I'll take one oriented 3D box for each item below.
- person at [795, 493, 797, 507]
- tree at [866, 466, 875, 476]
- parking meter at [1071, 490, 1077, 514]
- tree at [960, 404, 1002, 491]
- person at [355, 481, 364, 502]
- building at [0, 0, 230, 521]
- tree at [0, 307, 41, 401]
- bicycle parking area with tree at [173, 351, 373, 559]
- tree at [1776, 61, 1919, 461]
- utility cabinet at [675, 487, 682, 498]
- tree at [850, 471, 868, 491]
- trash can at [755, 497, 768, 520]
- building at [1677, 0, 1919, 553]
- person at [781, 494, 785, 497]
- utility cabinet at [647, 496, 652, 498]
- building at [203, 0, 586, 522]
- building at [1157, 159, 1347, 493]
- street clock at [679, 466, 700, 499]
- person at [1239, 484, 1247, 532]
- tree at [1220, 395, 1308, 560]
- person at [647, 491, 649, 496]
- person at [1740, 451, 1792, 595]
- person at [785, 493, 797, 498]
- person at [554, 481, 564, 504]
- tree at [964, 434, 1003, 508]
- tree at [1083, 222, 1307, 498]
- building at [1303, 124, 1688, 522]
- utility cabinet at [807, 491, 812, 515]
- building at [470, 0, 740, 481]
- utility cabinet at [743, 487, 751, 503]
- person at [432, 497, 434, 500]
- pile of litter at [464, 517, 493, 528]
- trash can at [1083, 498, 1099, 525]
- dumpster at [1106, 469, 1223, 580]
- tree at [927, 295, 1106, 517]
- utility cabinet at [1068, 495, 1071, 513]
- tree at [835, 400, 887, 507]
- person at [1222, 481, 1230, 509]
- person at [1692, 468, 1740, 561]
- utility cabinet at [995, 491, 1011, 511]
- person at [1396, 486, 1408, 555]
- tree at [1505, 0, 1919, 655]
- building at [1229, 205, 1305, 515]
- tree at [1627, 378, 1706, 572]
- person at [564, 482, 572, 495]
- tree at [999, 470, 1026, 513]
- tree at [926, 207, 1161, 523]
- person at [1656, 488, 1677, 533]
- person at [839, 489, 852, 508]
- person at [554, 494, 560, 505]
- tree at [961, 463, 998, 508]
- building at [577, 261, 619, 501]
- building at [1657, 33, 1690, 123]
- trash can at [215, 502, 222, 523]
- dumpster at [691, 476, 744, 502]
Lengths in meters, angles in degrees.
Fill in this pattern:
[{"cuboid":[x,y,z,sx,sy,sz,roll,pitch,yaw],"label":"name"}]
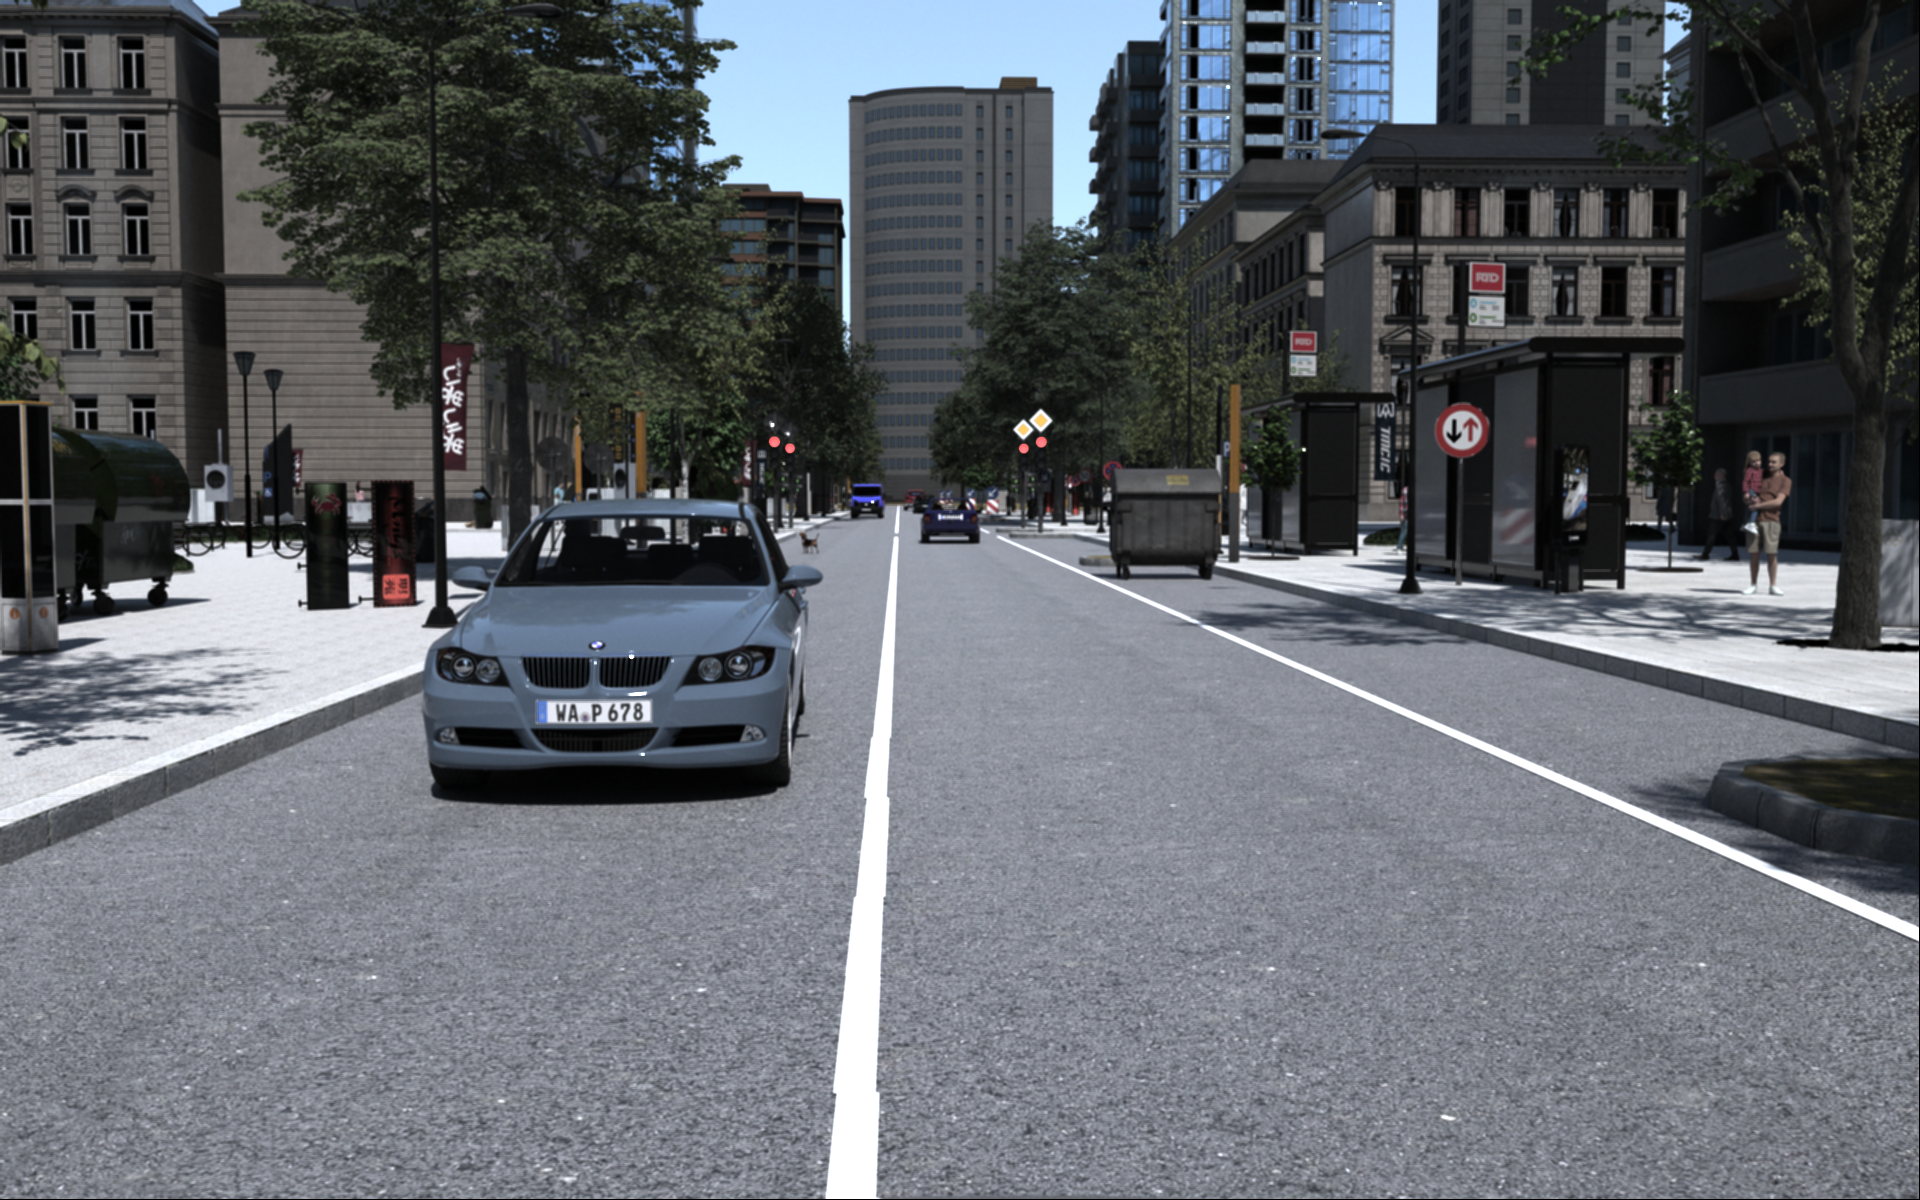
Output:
[{"cuboid":[-15.677,-9.811,167.395,0.756,1.711,0.436,2,4,23],"label":"person"},{"cuboid":[-12.759,-16.261,216.229,4.360,8.622,3.978,0,3,0],"label":"tree"},{"cuboid":[7.332,-6.281,111.098,0.372,1.533,0.369,0,3,0],"label":"parking meter"},{"cuboid":[3.271,-12.122,132.606,7.601,10.594,8.767,0,4,3],"label":"tree"},{"cuboid":[-24.456,-3.951,70.649,0.388,1.821,0.555,0,4,1],"label":"person"},{"cuboid":[-46.868,-17.412,81.953,25.104,27.353,12.463,0,4,-2],"label":"building"},{"cuboid":[-13.855,-2.381,22.648,4.285,4.588,4.351,0,3,0],"label":"tree"},{"cuboid":[-15.261,-3.087,37.480,9.016,4.147,8.231,0,4,-2],"label":"bicycle parking area with tree"},{"cuboid":[15.877,-4.851,29.682,4.737,8.622,4.395,0,3,0],"label":"tree"},{"cuboid":[-8.786,-2.746,53.570,0.318,1.500,1.173,-1,4,-14],"label":"utility cabinet"},{"cuboid":[-11.639,-12.880,194.301,4.285,4.588,4.351,0,3,0],"label":"tree"},{"cuboid":[-8.339,-3.698,72.122,0.748,1.137,0.748,0,3,0],"label":"trash can"},{"cuboid":[29.089,-24.976,32.057,21.300,48.544,21.600,0,4,-2],"label":"building"},{"cuboid":[-16.510,-9.378,159.460,0.705,1.812,1.348,-3,4,-38],"label":"person"},{"cuboid":[-11.679,-3.263,64.512,0.306,1.237,1.020,1,4,9],"label":"utility cabinet"},{"cuboid":[-27.781,-17.907,90.037,12.463,27.353,25.104,0,4,-2],"label":"building"},{"cuboid":[24.469,-17.905,126.030,16.112,22.955,30.059,0,4,-2],"label":"building"},{"cuboid":[-6.835,-2.400,43.808,0.471,2.002,0.358,-2,4,-30],"label":"street clock"},{"cuboid":[8.150,-2.673,49.628,0.818,1.842,0.514,0,4,6],"label":"person"},{"cuboid":[6.204,-2.416,34.110,1.663,3.219,1.824,0,3,0],"label":"tree"},{"cuboid":[-25.067,-8.066,137.791,0.638,1.841,0.748,3,5,39],"label":"person"},{"cuboid":[10.206,-0.981,22.060,0.580,1.828,0.573,0,4,-4],"label":"person"},{"cuboid":[-14.879,-8.945,153.011,1.217,1.735,0.721,0,4,1],"label":"person"},{"cuboid":[-17.294,-4.212,74.766,0.748,1.841,0.638,3,5,44],"label":"person"},{"cuboid":[2.141,-12.896,161.210,4.737,8.622,4.395,0,3,0],"label":"tree"},{"cuboid":[6.168,-5.939,47.464,4.737,8.622,4.395,0,3,0],"label":"tree"},{"cuboid":[27.658,-13.433,84.256,19.286,19.102,10.561,0,4,-2],"label":"building"},{"cuboid":[-9.207,-5.932,105.674,0.318,1.500,1.173,0,4,-4],"label":"utility cabinet"},{"cuboid":[-40.848,-53.551,188.232,31.000,86.520,22.319,0,4,-2],"label":"building"},{"cuboid":[-6.630,-2.764,53.869,0.318,1.500,1.173,0,4,-4],"label":"utility cabinet"},{"cuboid":[-20.177,-3.707,66.856,0.606,1.804,0.583,2,4,29],"label":"person"},{"cuboid":[-18.509,-3.223,66.654,1.176,0.858,1.719,0,4,3],"label":"pile of litter"},{"cuboid":[5.421,-3.670,71.664,0.748,1.137,0.748,0,3,0],"label":"trash can"},{"cuboid":[3.461,-1.296,29.398,1.865,1.857,1.264,0,4,-1],"label":"dumpster"},{"cuboid":[4.100,-11.064,97.903,9.611,12.733,9.660,0,3,0],"label":"tree"},{"cuboid":[7.551,-6.517,117.717,0.306,1.237,1.020,0,4,-6],"label":"utility cabinet"},{"cuboid":[-11.128,-15.500,171.545,7.486,12.596,7.792,0,3,0],"label":"tree"},{"cuboid":[11.600,-4.255,75.389,0.755,1.850,0.659,1,4,10],"label":"person"},{"cuboid":[14.606,-1.649,33.407,0.834,1.777,0.661,2,4,29],"label":"person"},{"cuboid":[3.220,-7.354,128.922,1.173,1.500,0.318,-1,4,-14],"label":"utility cabinet"},{"cuboid":[9.467,-1.802,36.342,0.563,1.720,0.643,-1,4,-10],"label":"person"},{"cuboid":[7.375,-5.393,13.926,9.928,11.665,9.643,0,3,0],"label":"tree"},{"cuboid":[22.762,-14.478,101.349,10.561,19.102,19.286,0,4,-2],"label":"building"},{"cuboid":[11.906,-2.094,28.838,1.663,3.219,1.824,0,3,0],"label":"tree"},{"cuboid":[-16.988,-4.332,77.084,1.509,1.804,0.699,1,4,15],"label":"person"},{"cuboid":[3.712,-7.480,116.906,1.663,3.219,1.824,0,3,0],"label":"tree"},{"cuboid":[4.346,-10.445,77.437,9.857,13.997,8.962,0,3,0],"label":"tree"},{"cuboid":[23.134,-3.101,56.842,0.694,1.812,0.767,-1,4,-20],"label":"person"},{"cuboid":[-10.294,-9.130,156.149,1.217,1.723,0.721,-1,4,-10],"label":"person"},{"cuboid":[-16.846,-3.776,72.058,0.394,1.301,0.425,2,4,26],"label":"person"},{"cuboid":[1.693,-10.472,154.924,4.285,4.588,4.351,0,3,0],"label":"tree"},{"cuboid":[-30.693,-14.904,111.128,16.820,18.784,16.811,0,4,-2],"label":"building"},{"cuboid":[47.314,-18.362,86.118,20.117,28.700,13.634,0,4,-2],"label":"building"},{"cuboid":[-24.064,-2.692,55.662,0.748,1.137,0.748,0,3,0],"label":"trash can"},{"cuboid":[-7.186,-2.959,50.880,1.502,2.255,1.985,0,4,-2],"label":"dumpster"}]
